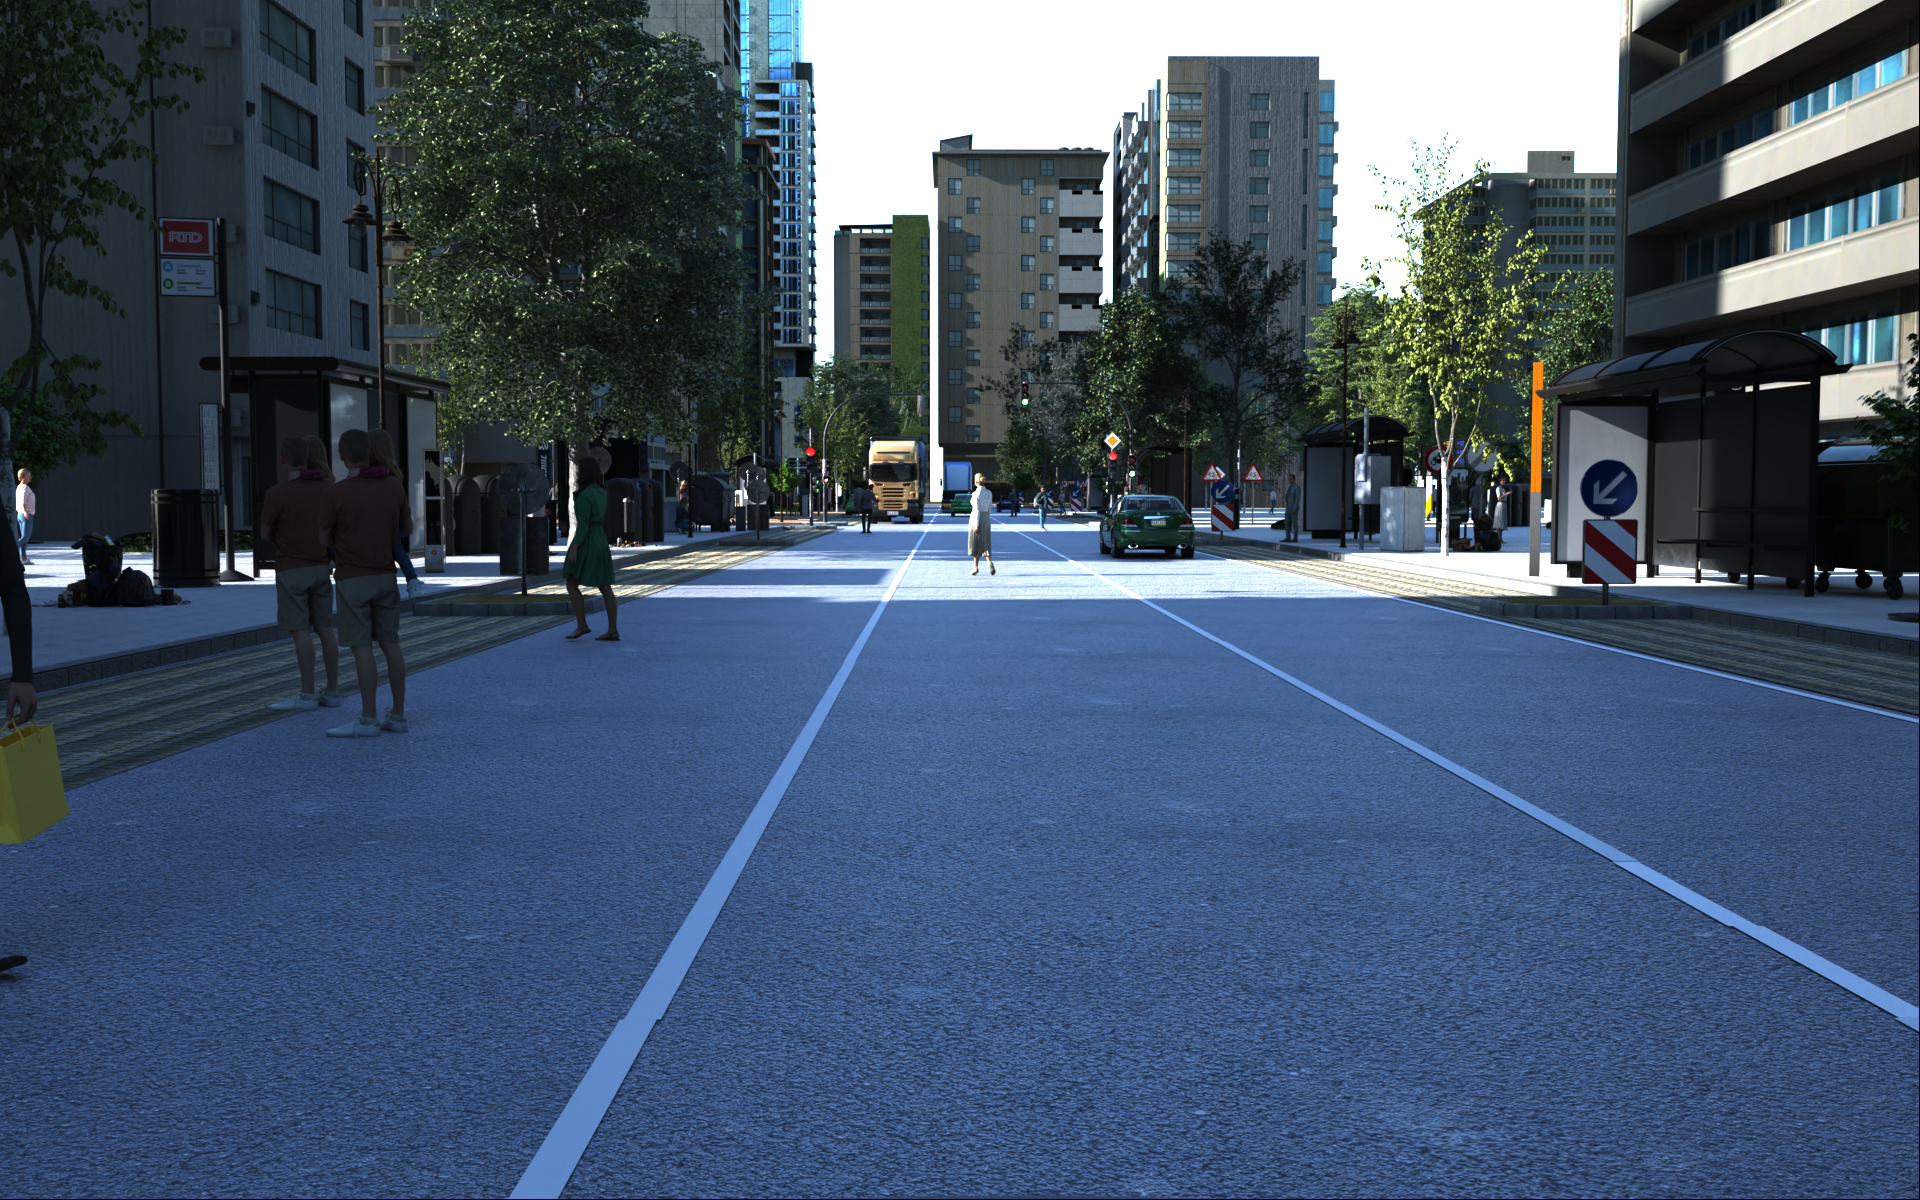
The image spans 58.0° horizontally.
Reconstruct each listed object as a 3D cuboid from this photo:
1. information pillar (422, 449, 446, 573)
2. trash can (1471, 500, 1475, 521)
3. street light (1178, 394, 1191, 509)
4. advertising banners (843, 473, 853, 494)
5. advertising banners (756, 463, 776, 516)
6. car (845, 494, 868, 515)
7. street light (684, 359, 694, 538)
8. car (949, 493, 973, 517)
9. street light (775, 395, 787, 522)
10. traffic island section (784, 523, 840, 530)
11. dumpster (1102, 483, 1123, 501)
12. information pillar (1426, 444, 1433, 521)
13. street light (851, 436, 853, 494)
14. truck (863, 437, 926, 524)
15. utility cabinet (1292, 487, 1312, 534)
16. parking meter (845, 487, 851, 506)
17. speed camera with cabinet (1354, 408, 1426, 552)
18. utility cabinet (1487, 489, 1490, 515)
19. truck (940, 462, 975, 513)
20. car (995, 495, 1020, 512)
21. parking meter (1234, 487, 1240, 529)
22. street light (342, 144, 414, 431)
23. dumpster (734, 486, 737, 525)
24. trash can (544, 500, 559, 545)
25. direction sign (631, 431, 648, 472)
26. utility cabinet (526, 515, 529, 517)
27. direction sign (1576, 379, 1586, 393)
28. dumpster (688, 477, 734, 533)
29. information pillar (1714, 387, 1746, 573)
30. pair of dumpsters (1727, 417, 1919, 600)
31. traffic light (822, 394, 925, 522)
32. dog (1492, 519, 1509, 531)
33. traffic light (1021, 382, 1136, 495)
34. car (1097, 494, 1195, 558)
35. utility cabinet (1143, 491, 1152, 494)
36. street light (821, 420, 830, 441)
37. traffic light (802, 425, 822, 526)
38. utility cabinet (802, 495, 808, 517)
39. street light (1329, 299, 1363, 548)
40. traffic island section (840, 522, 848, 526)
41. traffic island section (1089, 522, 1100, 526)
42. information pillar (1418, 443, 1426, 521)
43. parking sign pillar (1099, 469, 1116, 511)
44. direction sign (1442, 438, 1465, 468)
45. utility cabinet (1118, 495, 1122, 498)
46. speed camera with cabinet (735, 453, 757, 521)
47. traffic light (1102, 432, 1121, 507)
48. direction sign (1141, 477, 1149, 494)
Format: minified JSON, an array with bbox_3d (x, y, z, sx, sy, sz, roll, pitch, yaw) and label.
[{"bbox_3d":[-8.556,-1.450,28.194,0.304,2.012,0.304,-1,4,-10],"label":"information pillar"},{"bbox_3d":[23.976,-4.189,80.144,0.748,1.137,0.748,0,3,0],"label":"trash can"},{"bbox_3d":[9.060,-5.922,69.612,0.468,5.910,1.993,0,4,0],"label":"street light"},{"bbox_3d":[-8.832,-8.987,143.123,2.074,3.025,0.090,2,4,31],"label":"advertising banners"},{"bbox_3d":[-11.216,-6.298,99.161,0.090,3.025,2.074,2,4,32],"label":"advertising banners"},{"bbox_3d":[-6.254,-6.133,109.071,1.959,1.807,4.718,0,4,-1],"label":"car"},{"bbox_3d":[-7.961,-4.781,50.959,0.468,5.910,1.993,0,4,0],"label":"street light"},{"bbox_3d":[0.310,-6.217,110.449,1.959,1.807,4.718,0,4,0],"label":"car"},{"bbox_3d":[-8.159,-6.504,79.121,0.468,5.910,1.993,0,4,0],"label":"street light"},{"bbox_3d":[-6.065,-2.950,70.508,2.009,0.180,2.903,0,4,0],"label":"traffic island section"},{"bbox_3d":[11.640,-7.921,132.002,1.502,2.255,1.985,0,4,-1],"label":"dumpster"},{"bbox_3d":[22.048,-5.503,81.324,0.183,3.616,0.504,-1,4,-12],"label":"information pillar"},{"bbox_3d":[-8.465,-9.946,135.398,0.468,5.910,1.993,0,4,0],"label":"street light"},{"bbox_3d":[-3.105,-5.976,86.628,2.839,4.237,11.283,0,4,1],"label":"truck"},{"bbox_3d":[11.181,-2.842,55.151,1.173,1.500,0.318,2,4,30],"label":"utility cabinet"},{"bbox_3d":[-8.581,-7.774,132.809,0.399,1.863,0.255,3,5,44],"label":"parking meter"},{"bbox_3d":[9.726,-2.743,39.186,0.660,3.252,2.038,-1,4,-20],"label":"speed camera with cabinet"},{"bbox_3d":[25.073,-4.378,80.266,1.173,1.500,0.318,3,4,36],"label":"utility cabinet"},{"bbox_3d":[-0.195,-9.108,138.674,2.967,4.110,18.799,0,3,0],"label":"truck"},{"bbox_3d":[3.788,-7.578,136.487,1.945,1.354,3.894,0,4,-1],"label":"car"},{"bbox_3d":[10.046,-3.362,63.381,0.372,1.533,0.369,0,3,0],"label":"parking meter"},{"bbox_3d":[-7.796,-3.093,23.354,0.468,5.910,1.993,0,4,0],"label":"street light"},{"bbox_3d":[-9.748,-3.930,70.022,1.264,1.857,1.865,0,4,0],"label":"dumpster"},{"bbox_3d":[-10.415,-1.941,43.391,0.748,1.137,0.748,0,3,0],"label":"trash can"},{"bbox_3d":[-11.563,-4.297,62.256,0.876,3.537,0.379,2,4,31],"label":"direction sign"},{"bbox_3d":[-11.519,-2.325,46.693,0.318,1.500,1.173,0,4,-2],"label":"utility cabinet"},{"bbox_3d":[11.520,-2.461,32.237,0.379,3.537,0.876,1,4,10],"label":"direction sign"},{"bbox_3d":[-8.448,-3.221,58.419,1.264,1.857,1.865,0,4,0],"label":"dumpster"},{"bbox_3d":[12.505,-2.252,28.179,0.504,3.616,0.183,0,4,7],"label":"information pillar"},{"bbox_3d":[11.724,-1.250,22.934,1.574,2.255,4.437,0,4,0],"label":"pair of dumpsters"},{"bbox_3d":[-3.989,-6.345,78.408,4.771,5.953,1.251,0,4,0],"label":"traffic light"},{"bbox_3d":[18.871,-2.633,60.783,0.550,0.427,0.748,-1,4,-15],"label":"dog"},{"bbox_3d":[4.845,-5.851,70.324,4.771,5.953,1.251,0,4,0],"label":"traffic light"},{"bbox_3d":[4.303,-1.734,40.146,2.131,1.459,4.920,0,4,-1],"label":"car"},{"bbox_3d":[11.889,-6.062,107.785,0.318,1.500,1.173,-2,4,-34],"label":"utility cabinet"},{"bbox_3d":[-8.360,-8.257,107.793,0.468,5.910,1.993,0,4,0],"label":"street light"},{"bbox_3d":[-6.025,-4.982,70.374,0.839,4.253,0.868,0,4,0],"label":"traffic light"},{"bbox_3d":[-8.552,-5.152,95.399,0.306,1.237,1.020,0,4,-4],"label":"utility cabinet"},{"bbox_3d":[9.166,-4.189,41.279,0.468,5.910,1.993,0,4,0],"label":"street light"},{"bbox_3d":[-6.121,-3.438,78.493,2.009,0.180,2.903,0,4,0],"label":"traffic island section"},{"bbox_3d":[6.920,-3.443,78.579,2.009,0.180,2.903,0,4,0],"label":"traffic island section"},{"bbox_3d":[21.165,-5.401,79.653,0.183,3.616,0.504,0,4,4],"label":"information pillar"},{"bbox_3d":[11.181,-8.647,129.852,1.447,3.967,1.447,2,4,33],"label":"parking sign pillar"},{"bbox_3d":[20.034,-4.794,70.386,0.876,3.537,0.379,2,4,25],"label":"direction sign"},{"bbox_3d":[11.358,-6.648,119.854,1.020,1.237,0.306,-3,5,-44],"label":"utility cabinet"},{"bbox_3d":[-10.312,-5.475,83.847,0.660,3.252,2.038,-2,4,-25],"label":"speed camera with cabinet"},{"bbox_3d":[6.880,-5.477,78.465,0.839,4.253,0.868,0,4,0],"label":"traffic light"},{"bbox_3d":[10.875,-6.601,99.928,0.876,3.537,0.379,-1,4,-18],"label":"direction sign"}]
